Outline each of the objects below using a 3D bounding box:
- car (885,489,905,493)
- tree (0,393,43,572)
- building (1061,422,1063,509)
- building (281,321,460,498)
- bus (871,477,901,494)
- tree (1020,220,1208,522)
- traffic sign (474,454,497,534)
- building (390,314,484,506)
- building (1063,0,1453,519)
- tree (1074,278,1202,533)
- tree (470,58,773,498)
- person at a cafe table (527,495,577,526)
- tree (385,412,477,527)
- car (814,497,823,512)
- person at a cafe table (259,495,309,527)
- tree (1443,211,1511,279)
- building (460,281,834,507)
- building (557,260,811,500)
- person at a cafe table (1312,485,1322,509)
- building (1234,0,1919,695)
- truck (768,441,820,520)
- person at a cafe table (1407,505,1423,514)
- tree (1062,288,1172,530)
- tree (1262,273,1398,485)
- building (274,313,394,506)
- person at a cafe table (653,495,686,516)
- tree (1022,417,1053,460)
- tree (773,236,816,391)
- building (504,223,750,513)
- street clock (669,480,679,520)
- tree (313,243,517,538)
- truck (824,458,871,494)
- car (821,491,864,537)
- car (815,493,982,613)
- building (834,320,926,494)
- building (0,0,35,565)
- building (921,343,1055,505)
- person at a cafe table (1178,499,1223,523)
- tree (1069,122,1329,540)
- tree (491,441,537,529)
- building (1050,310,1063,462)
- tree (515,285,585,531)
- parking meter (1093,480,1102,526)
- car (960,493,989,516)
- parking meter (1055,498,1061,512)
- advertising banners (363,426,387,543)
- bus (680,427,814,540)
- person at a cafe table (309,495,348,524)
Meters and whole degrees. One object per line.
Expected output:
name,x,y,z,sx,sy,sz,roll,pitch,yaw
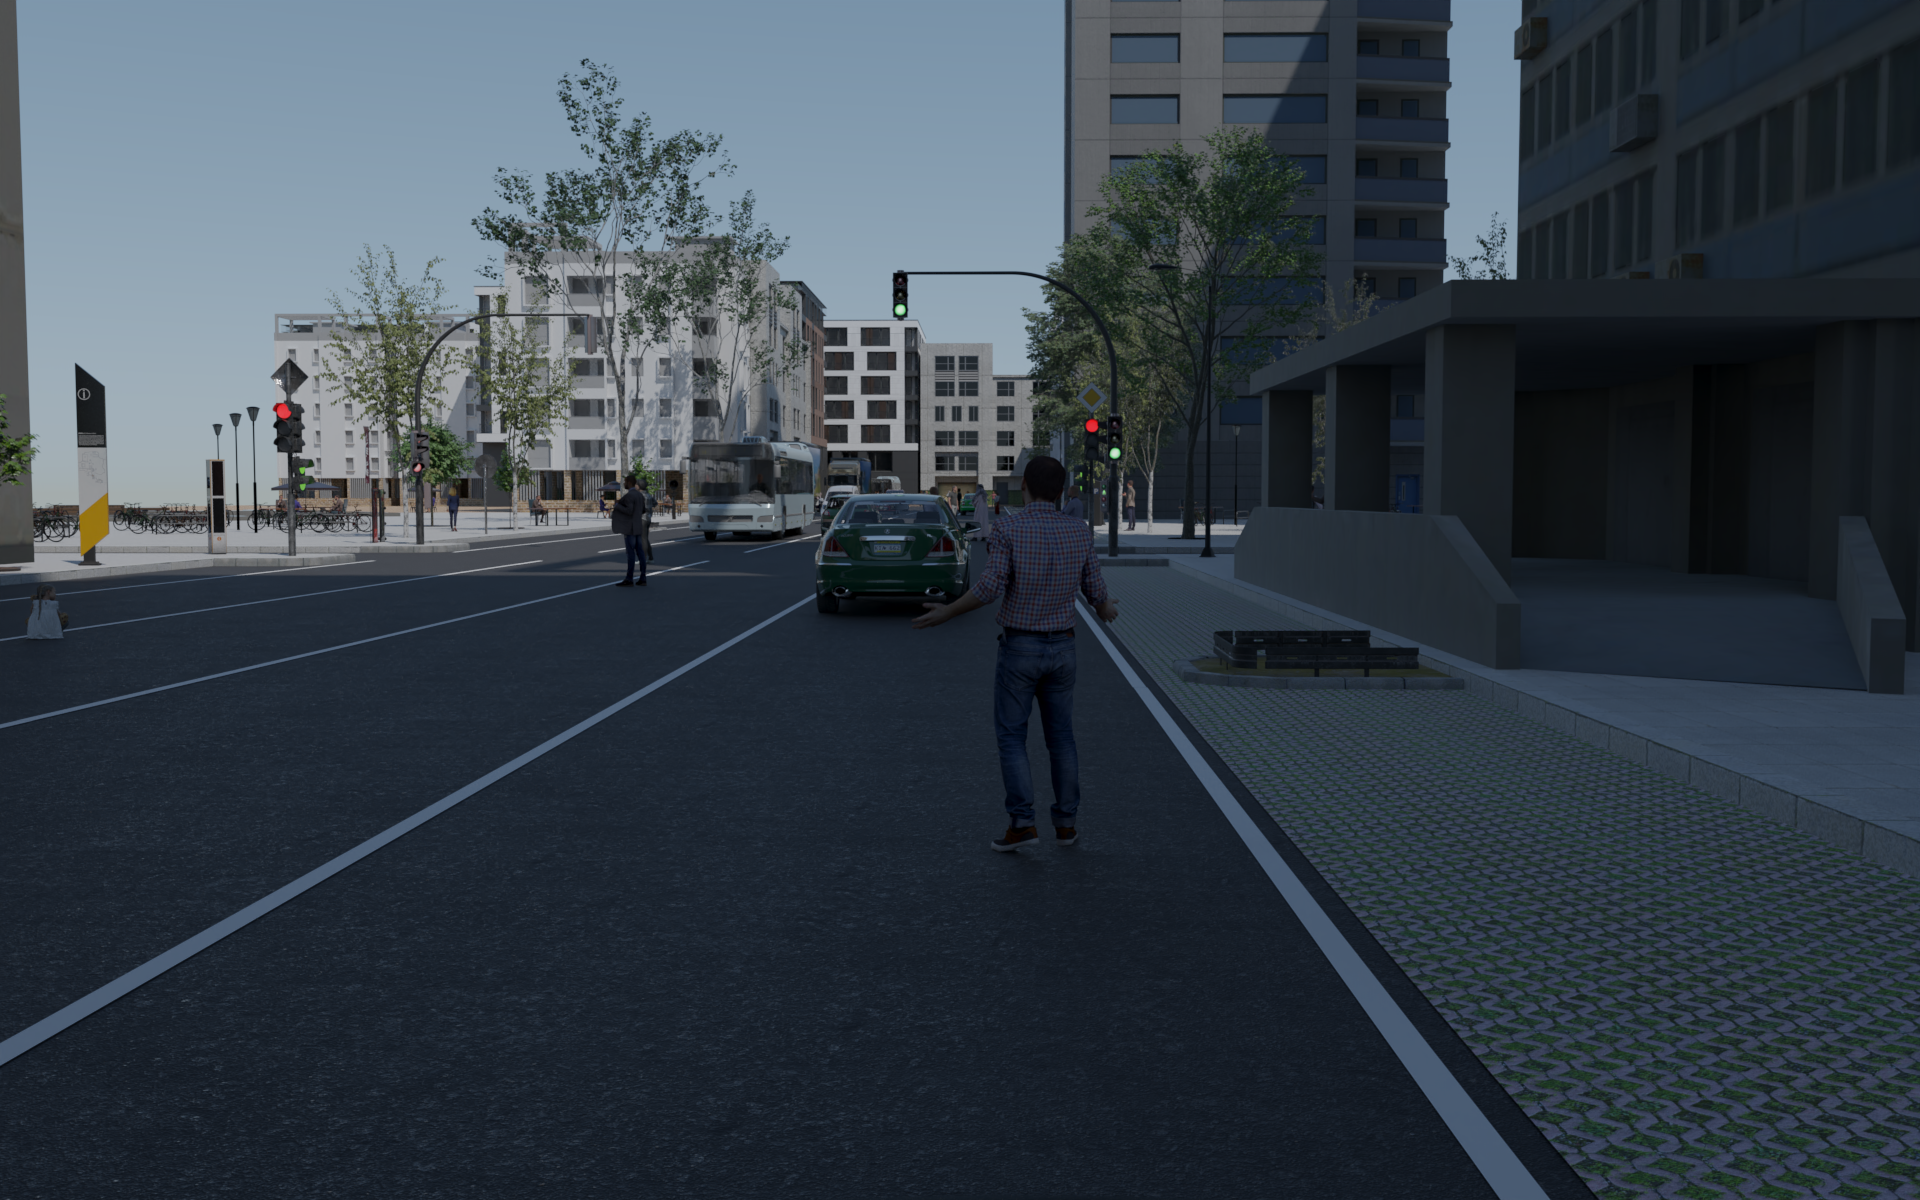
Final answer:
car,-5.394,-8.277,143.995,2.281,1.827,5.304,0,4,2
tree,-16.047,-2.085,28.693,1.663,3.219,1.824,0,3,0
building,12.690,-11.776,134.677,9.099,9.664,28.070,0,4,1
building,-65.164,-22.939,219.034,32.646,21.610,27.936,0,4,1
bus,-7.847,-11.182,177.684,2.948,3.499,13.247,0,4,2
tree,7.247,-10.641,80.638,9.857,13.997,8.962,0,3,0
traffic sign,-15.132,-3.372,55.236,0.768,2.556,0.104,1,4,10
building,-52.944,-20.281,188.019,11.380,20.091,16.016,0,4,1
building,16.522,-34.122,99.901,21.231,58.520,28.212,0,4,1
tree,6.176,-6.538,57.253,4.360,8.622,3.978,0,3,0
tree,-16.504,-13.607,78.367,12.611,20.169,13.585,0,3,0
person at a cafe table,-16.746,-3.621,70.063,1.726,1.238,1.698,3,4,38
tree,-20.952,-5.178,68.367,4.285,4.588,4.351,0,3,0
car,-11.729,-7.570,136.343,1.945,1.354,3.894,0,4,1
person at a cafe table,-26.634,-3.498,68.047,1.698,1.238,1.726,-1,4,-22
tree,14.657,-5.850,46.014,4.737,8.622,4.395,0,3,0
building,-31.082,-20.568,180.260,32.646,21.610,27.936,0,4,1
building,-22.676,-17.153,146.905,16.747,18.905,31.486,0,4,1
person at a cafe table,9.548,-2.330,46.616,1.698,1.524,1.622,2,4,29
building,20.158,-19.948,18.024,32.217,40.220,23.993,0,4,1
truck,-9.485,-6.418,93.851,2.839,4.237,11.283,0,4,3
person at a cafe table,23.036,-4.504,84.501,1.726,1.238,1.698,-2,4,-25
tree,5.766,-6.866,62.628,4.737,8.622,4.395,0,3,0
tree,12.529,-6.560,57.622,4.360,8.622,3.978,0,3,0
building,-65.503,-20.267,187.779,11.380,20.091,16.016,0,4,1
person at a cafe table,-16.783,-5.447,99.916,1.698,1.238,1.726,-1,4,-19
tree,7.763,-13.025,163.324,4.737,8.622,4.395,0,3,0
tree,-15.143,-15.514,109.548,12.611,20.169,13.585,0,3,0
building,-23.330,-16.441,125.228,16.016,20.091,11.380,0,4,1
street clock,-14.402,-5.051,87.158,0.471,2.002,0.358,-1,4,-14
tree,-16.358,-6.122,50.460,4.737,8.622,4.395,0,3,0
truck,-8.716,-9.005,136.141,2.839,4.237,11.283,0,4,2
car,-3.541,-2.884,56.942,2.009,1.686,4.222,0,4,2
car,-0.793,-0.644,22.326,2.131,1.459,4.920,0,4,1
building,-20.949,-22.820,217.077,32.646,21.610,27.936,0,4,1
building,-28.105,-24.278,20.654,21.600,48.544,21.300,0,4,1
building,11.297,-21.079,211.101,31.486,18.905,16.747,0,4,1
person at a cafe table,10.380,-4.002,76.301,1.698,1.238,1.726,-2,4,-30
tree,6.631,-7.519,48.699,9.928,11.665,9.643,0,3,0
tree,-16.754,-4.247,64.041,1.663,3.219,1.824,0,3,0
building,16.136,-18.223,154.362,16.016,20.091,11.380,0,4,1
tree,-15.217,-6.706,60.011,4.737,8.622,4.395,0,3,0
parking meter,5.494,-3.883,69.205,0.399,1.863,0.255,2,4,26
car,0.974,-6.596,116.648,1.959,1.807,4.718,0,4,3
parking meter,6.663,-6.834,117.444,0.399,1.863,0.255,0,4,-7
advertising banners,-15.369,-3.014,45.462,0.090,3.025,2.074,0,4,-5
bus,-6.727,-3.798,56.951,2.948,3.499,13.247,0,4,1
person at a cafe table,-27.423,-3.921,74.970,1.726,1.238,1.698,0,4,-2
